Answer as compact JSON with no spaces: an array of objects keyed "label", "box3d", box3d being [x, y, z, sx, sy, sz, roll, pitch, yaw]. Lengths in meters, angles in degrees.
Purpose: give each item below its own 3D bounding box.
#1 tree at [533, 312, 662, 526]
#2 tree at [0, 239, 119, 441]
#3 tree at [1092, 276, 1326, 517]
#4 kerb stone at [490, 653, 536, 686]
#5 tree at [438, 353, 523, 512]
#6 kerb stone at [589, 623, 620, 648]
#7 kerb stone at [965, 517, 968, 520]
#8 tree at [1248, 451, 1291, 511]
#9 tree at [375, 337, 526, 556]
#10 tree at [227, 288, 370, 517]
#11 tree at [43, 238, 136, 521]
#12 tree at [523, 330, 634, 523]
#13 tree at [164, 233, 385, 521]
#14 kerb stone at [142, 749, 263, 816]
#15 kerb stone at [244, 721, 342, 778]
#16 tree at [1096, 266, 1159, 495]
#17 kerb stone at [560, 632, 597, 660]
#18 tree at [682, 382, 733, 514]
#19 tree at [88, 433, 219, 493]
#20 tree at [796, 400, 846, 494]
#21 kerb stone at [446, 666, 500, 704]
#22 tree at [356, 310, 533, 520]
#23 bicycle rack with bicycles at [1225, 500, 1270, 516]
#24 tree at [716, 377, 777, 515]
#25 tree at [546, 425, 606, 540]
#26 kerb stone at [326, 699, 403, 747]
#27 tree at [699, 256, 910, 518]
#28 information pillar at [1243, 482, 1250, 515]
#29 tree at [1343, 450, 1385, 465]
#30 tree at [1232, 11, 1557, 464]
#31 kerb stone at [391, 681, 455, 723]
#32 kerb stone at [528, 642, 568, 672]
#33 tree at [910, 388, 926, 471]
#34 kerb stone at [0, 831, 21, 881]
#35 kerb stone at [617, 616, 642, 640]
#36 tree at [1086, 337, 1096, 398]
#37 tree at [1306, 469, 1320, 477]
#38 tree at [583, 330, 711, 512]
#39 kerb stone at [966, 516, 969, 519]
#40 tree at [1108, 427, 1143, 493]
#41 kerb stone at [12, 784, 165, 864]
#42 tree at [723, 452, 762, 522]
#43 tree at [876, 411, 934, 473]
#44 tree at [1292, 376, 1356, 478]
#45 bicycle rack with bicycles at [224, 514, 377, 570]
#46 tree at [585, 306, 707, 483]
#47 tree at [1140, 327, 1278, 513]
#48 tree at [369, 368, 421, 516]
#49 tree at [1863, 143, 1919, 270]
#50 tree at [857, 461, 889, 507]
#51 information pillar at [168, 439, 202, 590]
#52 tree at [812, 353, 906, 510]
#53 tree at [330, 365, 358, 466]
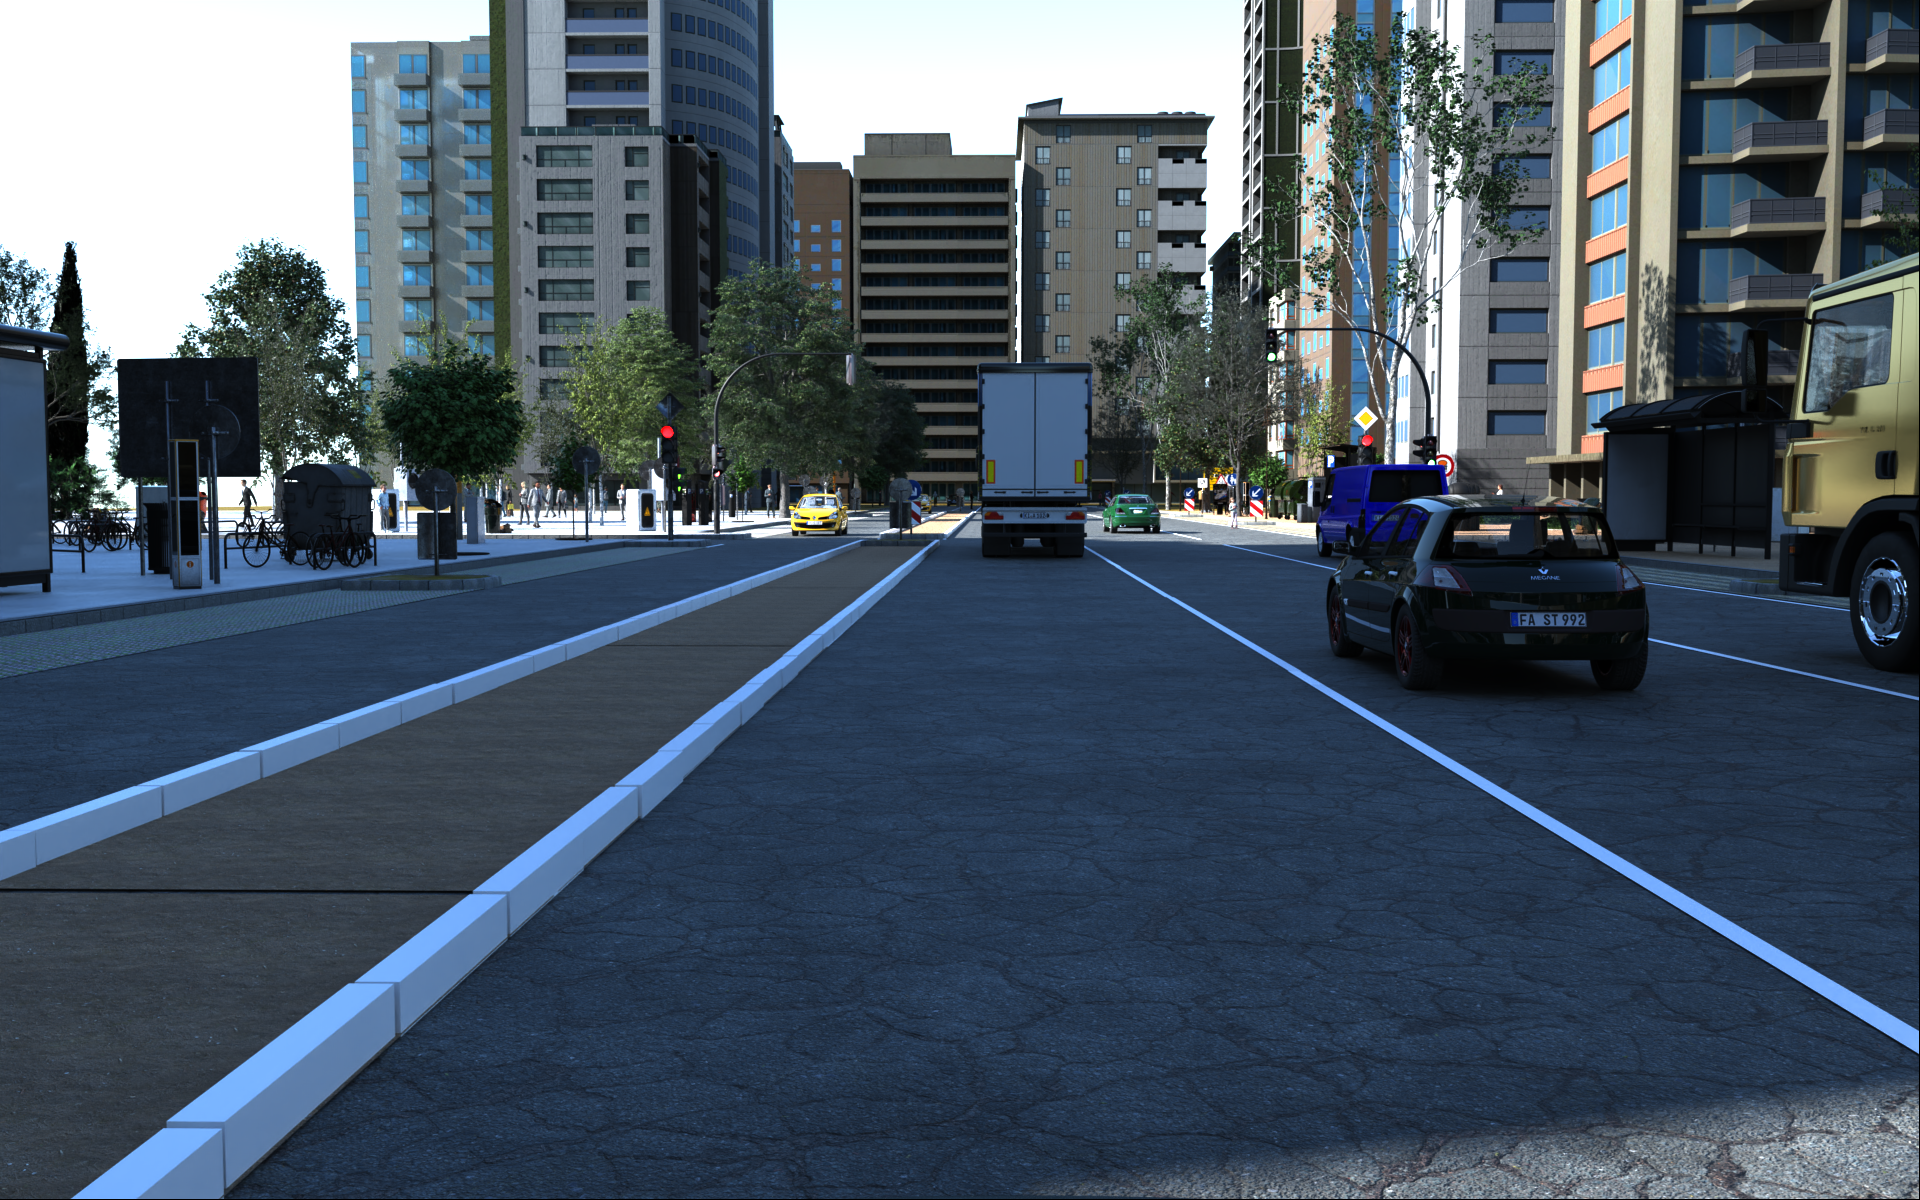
[{"label":"tree","box3d":[-14.466,-7.334,70.274,4.737,8.622,4.395,0,3,0]},{"label":"tree","box3d":[-34.065,-7.896,63.507,7.601,10.594,8.767,0,4,3]},{"label":"tree","box3d":[15.719,-11.488,98.206,12.009,13.543,11.850,0,3,0]},{"label":"kerb stone","box3d":[-3.460,0.550,13.265,0.120,0.150,1.000,0,4,1]},{"label":"tree","box3d":[-25.063,-8.624,91.359,4.360,8.622,3.978,0,3,0]},{"label":"kerb stone","box3d":[-3.398,0.358,16.339,0.120,0.150,1.000,0,4,1]},{"label":"kerb stone","box3d":[0.192,-4.061,88.610,0.120,0.150,1.000,0,4,1]},{"label":"tree","box3d":[22.879,-8.851,128.430,4.285,4.588,4.351,0,3,0]},{"label":"tree","box3d":[-10.693,-3.236,36.615,4.285,4.588,4.351,0,3,0]},{"label":"tree","box3d":[-23.904,-6.784,61.284,4.360,8.622,3.978,0,3,0]},{"label":"tree","box3d":[-50.854,-11.380,87.876,18.604,14.587,13.155,-1,4,-8]},{"label":"tree","box3d":[-16.716,-7.743,76.961,4.360,8.622,3.978,0,3,0]},{"label":"tree","box3d":[-30.127,-9.736,76.190,9.611,12.733,9.660,0,3,0]},{"label":"kerb stone","box3d":[-3.566,0.863,8.153,0.120,0.150,1.000,0,4,1]},{"label":"kerb stone","box3d":[-3.540,0.796,9.174,0.120,0.150,1.000,0,4,1]},{"label":"tree","box3d":[17.624,-17.342,139.434,12.611,20.169,13.585,0,3,0]},{"label":"kerb stone","box3d":[-3.412,0.421,15.314,0.120,0.150,1.000,0,4,1]},{"label":"tree","box3d":[-15.682,-9.827,111.025,4.360,8.622,3.978,0,3,0]},{"label":"tree","box3d":[-57.707,-9.333,115.495,20.602,7.101,11.467,0,4,6]},{"label":"tree","box3d":[-9.118,-10.105,115.585,4.360,8.622,3.978,0,3,0]},{"label":"kerb stone","box3d":[-3.473,0.611,12.243,0.120,0.150,1.000,0,4,1]},{"label":"tree","box3d":[-20.325,-7.217,68.362,4.737,8.622,4.395,0,3,0]},{"label":"bicycle rack with bicycles","box3d":[17.200,-5.484,103.037,2.852,0.926,2.925,0,4,-6]},{"label":"tree","box3d":[-12.910,-9.520,106.014,4.737,8.622,4.395,0,3,0]},{"label":"tree","box3d":[-10.707,-3.296,48.496,1.663,3.219,1.824,0,3,0]},{"label":"kerb stone","box3d":[-3.523,0.734,10.196,0.120,0.150,1.000,0,4,1]},{"label":"tree","box3d":[-9.377,-11.314,91.631,9.857,13.997,8.962,0,3,0]},{"label":"information pillar","box3d":[17.873,-6.333,108.035,0.304,2.012,0.304,-1,4,-18]},{"label":"tree","box3d":[26.951,-8.044,115.227,4.285,4.588,4.351,0,3,0]},{"label":"tree","box3d":[16.702,-12.915,67.048,12.611,20.169,13.585,0,3,0]},{"label":"kerb stone","box3d":[-3.505,0.671,11.218,0.120,0.150,1.000,0,4,1]},{"label":"kerb stone","box3d":[-3.441,0.486,14.293,0.120,0.150,1.000,0,4,1]},{"label":"tree","box3d":[-8.155,-17.485,192.535,9.857,13.997,8.962,0,3,0]},{"label":"kerb stone","box3d":[-3.597,0.984,6.108,0.120,0.150,1.000,0,4,1]},{"label":"kerb stone","box3d":[-3.372,0.298,17.361,0.120,0.150,1.000,0,4,1]},{"label":"tree","box3d":[18.094,-19.072,167.718,12.611,20.169,13.585,0,3,0]},{"label":"tree","box3d":[26.512,-8.277,129.932,1.663,3.219,1.824,0,3,0]},{"label":"tree","box3d":[-21.522,-12.452,120.598,9.611,12.733,9.660,0,3,0]},{"label":"kerb stone","box3d":[0.254,-4.245,91.679,0.120,0.150,1.000,0,4,1]},{"label":"tree","box3d":[17.932,-14.601,189.096,4.360,8.622,3.978,0,3,0]},{"label":"kerb stone","box3d":[-3.587,0.925,7.131,0.120,0.150,1.000,0,4,1]},{"label":"tree","box3d":[-10.050,-5.163,79.010,1.663,3.219,1.824,0,3,0]},{"label":"tree","box3d":[-7.000,-17.111,205.512,9.928,11.665,9.643,0,3,0]},{"label":"tree","box3d":[22.606,-9.675,108.556,4.737,8.622,4.395,0,3,0]},{"label":"bicycle rack with bicycles","box3d":[-11.391,-1.049,30.529,2.852,0.926,2.925,1,4,16]},{"label":"tree","box3d":[-19.255,-11.427,104.955,7.486,12.596,7.792,0,3,0]},{"label":"tree","box3d":[17.033,-12.342,118.792,9.611,12.733,9.660,0,3,0]},{"label":"tree","box3d":[-32.523,-9.211,100.960,4.360,8.622,3.978,0,3,0]},{"label":"tree","box3d":[20.648,-5.232,35.904,4.737,8.622,4.395,0,3,0]},{"label":"tree","box3d":[-8.463,-11.243,167.529,4.285,4.588,4.351,0,3,0]},{"label":"information pillar","box3d":[-10.464,-1.156,23.397,0.304,2.012,0.304,-3,5,-40]},{"label":"tree","box3d":[-8.962,-14.081,140.602,12.009,13.543,11.850,0,3,0]},{"label":"tree","box3d":[-32.605,-8.818,94.530,4.737,8.622,4.395,0,3,0]}]
